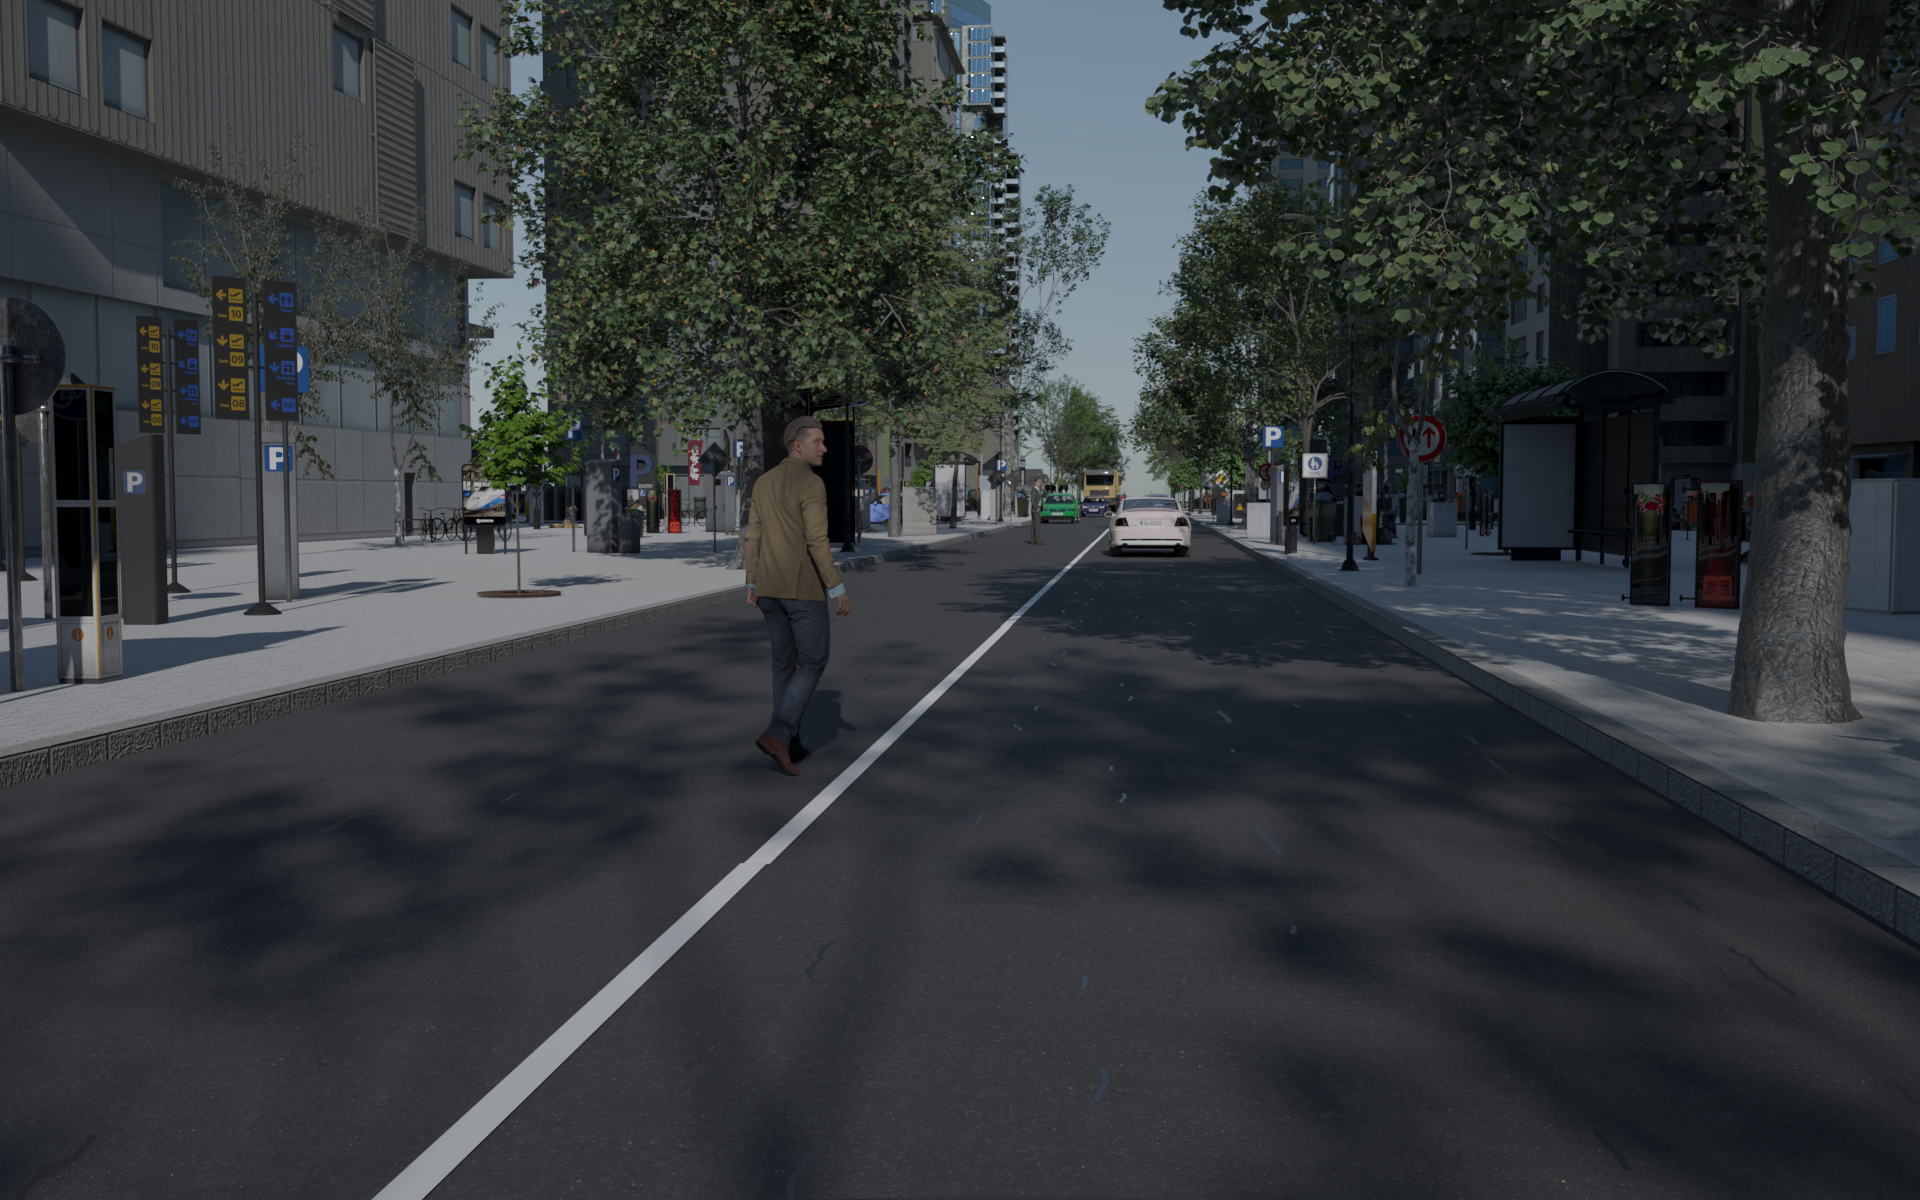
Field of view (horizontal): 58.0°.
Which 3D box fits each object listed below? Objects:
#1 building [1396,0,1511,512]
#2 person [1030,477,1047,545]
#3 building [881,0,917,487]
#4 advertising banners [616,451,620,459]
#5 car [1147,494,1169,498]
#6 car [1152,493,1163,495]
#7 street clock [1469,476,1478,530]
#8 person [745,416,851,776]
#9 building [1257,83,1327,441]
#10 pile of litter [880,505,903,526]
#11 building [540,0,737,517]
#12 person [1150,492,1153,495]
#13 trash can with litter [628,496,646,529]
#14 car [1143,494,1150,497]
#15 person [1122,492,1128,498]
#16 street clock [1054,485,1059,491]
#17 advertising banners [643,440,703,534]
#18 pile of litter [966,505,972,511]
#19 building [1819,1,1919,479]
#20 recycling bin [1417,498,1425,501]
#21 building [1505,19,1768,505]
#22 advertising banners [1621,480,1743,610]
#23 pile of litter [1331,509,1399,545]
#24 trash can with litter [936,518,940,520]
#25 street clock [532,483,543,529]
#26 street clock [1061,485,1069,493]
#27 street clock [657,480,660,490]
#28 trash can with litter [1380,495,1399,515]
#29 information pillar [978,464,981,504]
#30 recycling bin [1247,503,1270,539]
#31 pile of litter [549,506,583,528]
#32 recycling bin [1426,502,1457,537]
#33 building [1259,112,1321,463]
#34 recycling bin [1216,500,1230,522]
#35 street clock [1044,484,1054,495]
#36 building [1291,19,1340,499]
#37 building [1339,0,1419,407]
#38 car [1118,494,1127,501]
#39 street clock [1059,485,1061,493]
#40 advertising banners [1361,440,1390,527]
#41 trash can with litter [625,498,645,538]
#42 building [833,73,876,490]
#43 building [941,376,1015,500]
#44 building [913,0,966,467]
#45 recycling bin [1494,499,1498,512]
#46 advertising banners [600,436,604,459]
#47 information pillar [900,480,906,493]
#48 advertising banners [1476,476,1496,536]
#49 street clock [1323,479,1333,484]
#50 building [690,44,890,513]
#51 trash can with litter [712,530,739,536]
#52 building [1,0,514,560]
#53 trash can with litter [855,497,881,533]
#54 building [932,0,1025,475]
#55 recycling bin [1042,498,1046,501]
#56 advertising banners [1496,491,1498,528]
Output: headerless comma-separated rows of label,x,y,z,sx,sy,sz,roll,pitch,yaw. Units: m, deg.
building,46.365,-31.217,129.998,23.786,49.044,30.456,0,4,6
person,2.232,-2.525,49.138,0.474,1.900,0.648,0,4,4
building,-13.063,-44.525,166.232,20.563,71.187,20.611,0,4,6
advertising banners,-14.132,-4.546,70.512,0.090,3.025,2.074,-2,4,-27
car,12.094,-5.750,106.022,2.014,1.417,4.499,0,4,5
car,22.245,-11.384,195.165,2.155,1.783,4.494,0,4,6
street clock,18.211,-3.482,61.508,0.358,2.002,0.471,-1,4,-17
person,-0.855,-0.039,9.043,0.656,1.842,0.836,1,4,13
building,60.076,-52.569,297.760,20.563,71.187,20.611,0,4,6
pile of litter,-2.662,-3.456,70.471,1.176,0.858,1.719,3,5,43
building,-15.575,-25.597,102.113,14.154,41.232,14.086,0,4,6
person,30.492,-16.424,276.903,0.709,1.838,0.599,-2,4,-33
trash can with litter,-12.136,-3.257,64.302,1.678,1.210,2.233,-1,4,-15
car,33.523,-18.236,308.384,2.015,1.641,3.980,0,4,8
person,23.156,-14.293,242.871,1.217,1.739,0.721,-3,5,-40
street clock,7.316,-8.070,136.518,0.471,2.002,0.358,-1,4,-10
advertising banners,-9.296,-3.670,56.187,2.074,3.025,0.090,1,4,13
pile of litter,0.147,-7.103,130.097,1.719,0.858,1.176,1,4,9
building,32.411,-24.215,46.034,14.600,45.320,14.200,0,4,6
recycling bin,32.956,-6.829,124.202,0.722,1.027,0.722,1,4,21
building,38.086,-19.696,93.727,14.107,30.474,14.160,0,4,6
advertising banners,8.455,-1.415,19.324,2.074,3.025,0.090,3,5,43
pile of litter,10.246,-1.835,43.969,1.719,0.858,1.176,0,4,8
trash can with litter,-1.099,-4.663,87.294,1.678,1.210,2.233,-2,4,-34
street clock,-15.353,-3.562,62.809,0.471,2.002,0.358,2,4,25
street clock,8.365,-8.060,136.348,0.358,2.002,0.471,2,4,24
street clock,-15.801,-5.230,90.077,0.358,2.002,0.471,-3,4,-36
trash can with litter,26.200,-5.712,104.442,2.233,1.210,1.678,0,3,0
information pillar,1.570,-8.346,127.819,0.504,3.616,0.183,-2,4,-31
recycling bin,8.630,-2.253,49.386,0.722,1.027,0.722,2,4,30
pile of litter,-14.898,-3.148,65.429,1.176,0.858,1.719,-2,4,-25
recycling bin,14.462,-2.411,51.980,0.722,1.027,0.722,0,4,-3
building,57.962,-44.728,273.298,21.231,58.520,28.212,0,4,6
recycling bin,12.165,-4.097,79.546,0.722,1.027,0.722,1,4,13
street clock,6.346,-7.387,125.350,0.471,2.002,0.358,-1,4,-13
building,50.219,-53.968,195.055,22.319,86.520,31.000,0,4,6
building,46.971,-38.169,166.057,21.231,58.520,28.212,0,4,6
car,29.069,-18.483,311.228,2.155,1.783,4.494,0,4,5
street clock,7.972,-8.140,137.662,0.471,2.002,0.358,-1,4,-11
advertising banners,13.446,-3.648,55.838,0.090,3.025,2.074,2,4,35
trash can with litter,-9.727,-2.394,50.536,1.055,1.170,0.624,0,4,-4
building,-14.017,-28.987,124.050,14.600,45.320,14.200,0,4,6
building,-6.240,-25.972,269.677,27.650,21.520,28.899,0,4,6
building,-14.790,-36.834,191.474,28.713,52.752,27.495,0,4,6
recycling bin,27.562,-4.680,89.079,0.722,1.027,0.722,1,4,12
advertising banners,-10.762,-3.371,51.309,0.090,3.025,2.074,0,4,2
information pillar,-2.973,-5.175,89.102,0.304,2.012,0.304,2,4,23
advertising banners,15.938,-3.459,52.743,0.090,3.025,2.074,2,4,30
street clock,17.722,-4.831,83.561,0.471,2.002,0.358,2,4,29
building,-13.790,-28.305,146.378,14.154,41.232,14.086,0,4,6
trash can with litter,-6.775,-2.629,54.037,2.233,1.210,1.678,3,5,40
building,-29.558,-27.953,46.274,27.495,52.752,28.713,0,4,6
trash can with litter,-3.290,-2.901,58.481,1.678,1.210,2.233,2,4,32
building,0.436,-60.215,297.179,22.319,86.520,31.000,0,4,6
recycling bin,6.426,-7.327,132.344,0.722,1.027,0.722,1,4,11
advertising banners,19.651,-4.057,62.518,0.090,3.025,2.074,-2,4,-28
